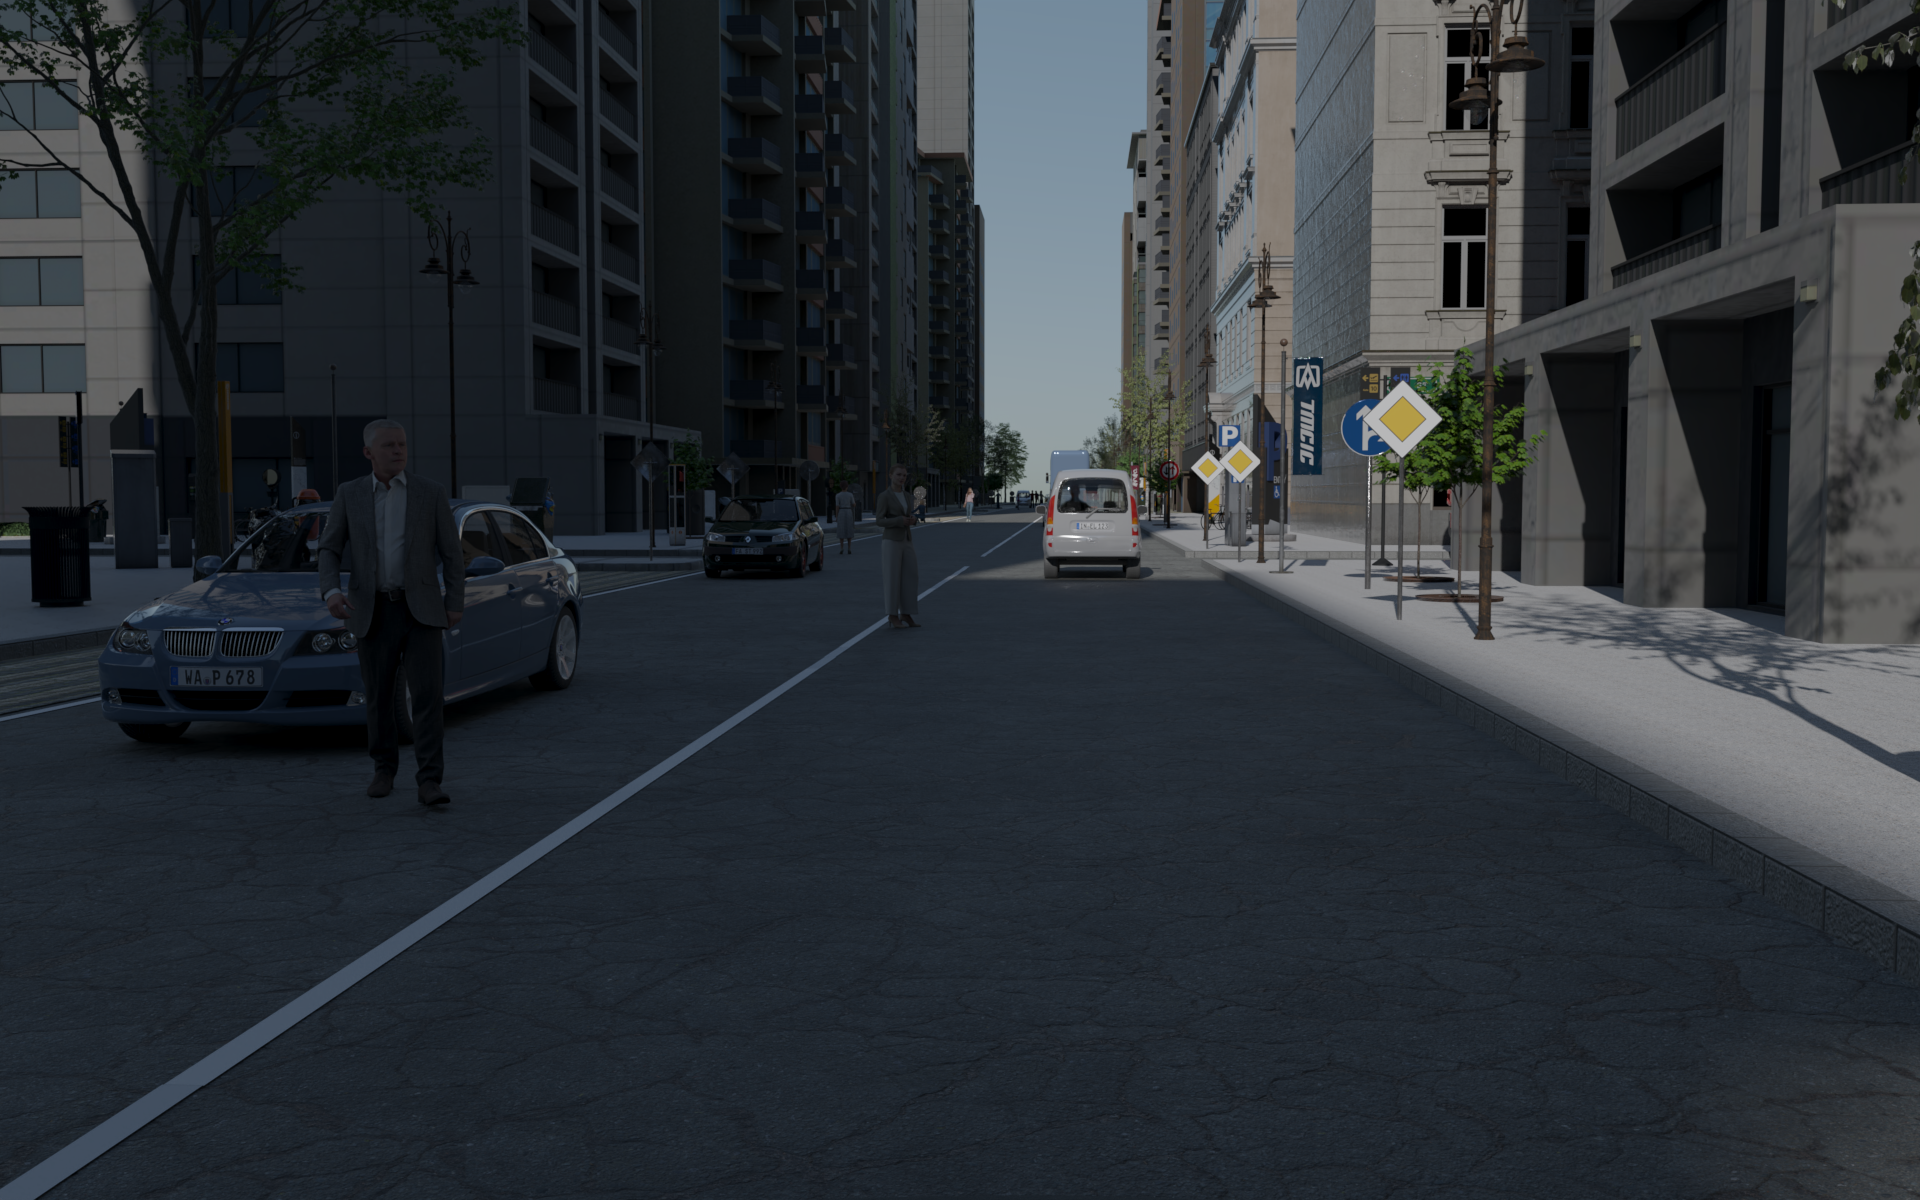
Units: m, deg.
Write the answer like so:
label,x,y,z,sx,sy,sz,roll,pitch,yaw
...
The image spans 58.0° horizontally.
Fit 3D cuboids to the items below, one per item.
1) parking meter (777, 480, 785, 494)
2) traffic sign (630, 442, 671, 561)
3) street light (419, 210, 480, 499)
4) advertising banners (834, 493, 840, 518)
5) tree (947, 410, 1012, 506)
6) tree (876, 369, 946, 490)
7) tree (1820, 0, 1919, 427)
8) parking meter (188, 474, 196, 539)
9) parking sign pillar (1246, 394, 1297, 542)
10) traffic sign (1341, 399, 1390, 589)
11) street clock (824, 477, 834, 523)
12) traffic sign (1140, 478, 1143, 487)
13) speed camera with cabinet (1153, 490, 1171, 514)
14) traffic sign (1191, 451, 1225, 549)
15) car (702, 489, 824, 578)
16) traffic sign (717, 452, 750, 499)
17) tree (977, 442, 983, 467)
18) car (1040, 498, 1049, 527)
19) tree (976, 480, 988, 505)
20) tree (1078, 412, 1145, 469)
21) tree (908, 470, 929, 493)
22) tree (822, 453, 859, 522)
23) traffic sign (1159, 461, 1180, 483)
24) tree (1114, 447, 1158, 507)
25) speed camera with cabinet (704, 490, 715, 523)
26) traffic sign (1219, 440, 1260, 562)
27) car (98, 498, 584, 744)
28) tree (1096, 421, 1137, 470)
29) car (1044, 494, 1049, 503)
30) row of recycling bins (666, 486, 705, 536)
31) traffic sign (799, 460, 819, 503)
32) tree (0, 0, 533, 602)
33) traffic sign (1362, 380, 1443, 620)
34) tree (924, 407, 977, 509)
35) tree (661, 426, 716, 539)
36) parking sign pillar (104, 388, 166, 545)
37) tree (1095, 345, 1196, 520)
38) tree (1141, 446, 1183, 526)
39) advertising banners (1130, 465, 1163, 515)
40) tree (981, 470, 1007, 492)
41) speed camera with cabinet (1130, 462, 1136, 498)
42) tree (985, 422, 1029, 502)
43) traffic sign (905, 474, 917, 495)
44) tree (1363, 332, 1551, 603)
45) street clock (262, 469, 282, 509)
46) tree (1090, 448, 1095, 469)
label,x,y,z,sx,sy,sz,roll,pitch,yaw
parking meter,-7.243,-3.917,69.755,0.399,1.863,0.255,0,4,-4
traffic sign,-5.929,-1.809,33.212,0.795,2.450,0.064,0,4,4
street light,-8.323,-3.401,28.395,0.468,5.910,1.993,0,4,4
advertising banners,-6.518,-6.017,94.572,0.090,3.025,2.074,1,4,13
tree,2.440,-15.809,192.896,7.601,10.594,8.767,1,4,21
tree,-3.214,-9.267,101.883,4.360,8.622,3.978,0,3,0
tree,4.460,-3.460,6.940,4.360,8.622,3.978,0,3,0
parking meter,-21.773,-2.663,49.252,0.255,1.863,0.399,-1,4,-21
parking sign pillar,8.452,-3.589,47.154,1.447,3.967,1.447,3,4,38
traffic sign,5.499,-1.418,23.285,0.768,2.556,0.104,1,4,8
street clock,-5.692,-4.340,75.536,0.358,2.002,0.471,2,4,27
traffic sign,11.301,-6.580,109.705,0.606,2.300,0.079,1,4,13
speed camera with cabinet,12.698,-6.996,108.719,0.660,3.252,2.038,-1,4,-10
traffic sign,5.774,-2.249,40.411,0.795,2.450,0.064,0,4,4
car,-3.468,-1.294,30.938,2.009,1.686,4.222,0,4,2
traffic sign,-5.393,-2.296,41.180,0.795,2.450,0.064,0,4,4
tree,-0.013,-12.746,158.753,4.737,8.622,4.395,0,3,0
car,4.585,-3.945,76.863,2.083,1.381,4.827,0,4,3
tree,3.063,-13.385,213.445,1.663,3.219,1.824,0,3,0
tree,17.192,-16.123,198.022,8.767,10.594,7.601,0,4,5
tree,-3.139,-7.958,124.711,1.663,3.219,1.824,0,3,0
tree,-5.632,-5.236,80.207,1.663,3.219,1.824,0,3,0
traffic sign,7.962,-4.021,65.855,0.768,2.556,0.104,1,4,11
tree,12.212,-8.318,119.713,4.285,4.588,4.351,0,3,0
speed camera with cabinet,-11.829,-5.147,78.485,0.660,3.252,2.038,-3,4,-38
traffic sign,5.239,-1.762,32.444,0.795,2.450,0.064,0,4,4
car,-3.839,0.030,11.519,2.014,1.417,4.499,0,4,4
tree,15.800,-13.491,170.947,4.360,8.622,3.978,0,3,0
car,14.118,-16.049,272.616,2.015,1.641,3.980,0,4,2
row of recycling bins,-8.723,-2.944,55.255,1.069,1.692,3.534,-1,4,-16
traffic sign,-5.706,-4.004,65.576,0.768,2.556,0.104,0,4,5
tree,-9.136,-5.785,20.345,9.928,11.665,9.643,0,3,0
traffic sign,4.474,-1.002,17.571,0.795,2.450,0.064,1,4,9
tree,-1.325,-11.961,145.930,4.737,8.622,4.395,0,3,0
tree,-7.877,-3.367,49.656,1.663,3.219,1.824,0,3,0
parking sign pillar,-21.257,-3.427,44.510,1.447,3.967,1.447,2,4,33
tree,9.621,-8.336,86.658,4.737,8.622,4.395,0,3,0
tree,8.222,-4.648,70.596,1.663,3.219,1.824,0,3,0
advertising banners,11.389,-6.673,105.293,2.074,3.025,0.090,1,4,10
tree,4.431,-14.885,227.077,4.285,4.588,4.351,0,3,0
speed camera with cabinet,10.498,-6.898,107.121,0.660,3.252,2.038,1,4,10
tree,7.277,-21.779,274.210,7.486,12.596,7.792,0,3,0
traffic sign,-3.028,-6.537,106.988,0.768,2.556,0.104,1,4,11
tree,5.920,-1.599,20.746,1.663,3.219,1.824,0,3,0
street clock,-19.810,-2.773,49.906,0.471,2.002,0.358,0,4,8
tree,16.118,-14.140,181.548,4.737,8.622,4.395,0,3,0
